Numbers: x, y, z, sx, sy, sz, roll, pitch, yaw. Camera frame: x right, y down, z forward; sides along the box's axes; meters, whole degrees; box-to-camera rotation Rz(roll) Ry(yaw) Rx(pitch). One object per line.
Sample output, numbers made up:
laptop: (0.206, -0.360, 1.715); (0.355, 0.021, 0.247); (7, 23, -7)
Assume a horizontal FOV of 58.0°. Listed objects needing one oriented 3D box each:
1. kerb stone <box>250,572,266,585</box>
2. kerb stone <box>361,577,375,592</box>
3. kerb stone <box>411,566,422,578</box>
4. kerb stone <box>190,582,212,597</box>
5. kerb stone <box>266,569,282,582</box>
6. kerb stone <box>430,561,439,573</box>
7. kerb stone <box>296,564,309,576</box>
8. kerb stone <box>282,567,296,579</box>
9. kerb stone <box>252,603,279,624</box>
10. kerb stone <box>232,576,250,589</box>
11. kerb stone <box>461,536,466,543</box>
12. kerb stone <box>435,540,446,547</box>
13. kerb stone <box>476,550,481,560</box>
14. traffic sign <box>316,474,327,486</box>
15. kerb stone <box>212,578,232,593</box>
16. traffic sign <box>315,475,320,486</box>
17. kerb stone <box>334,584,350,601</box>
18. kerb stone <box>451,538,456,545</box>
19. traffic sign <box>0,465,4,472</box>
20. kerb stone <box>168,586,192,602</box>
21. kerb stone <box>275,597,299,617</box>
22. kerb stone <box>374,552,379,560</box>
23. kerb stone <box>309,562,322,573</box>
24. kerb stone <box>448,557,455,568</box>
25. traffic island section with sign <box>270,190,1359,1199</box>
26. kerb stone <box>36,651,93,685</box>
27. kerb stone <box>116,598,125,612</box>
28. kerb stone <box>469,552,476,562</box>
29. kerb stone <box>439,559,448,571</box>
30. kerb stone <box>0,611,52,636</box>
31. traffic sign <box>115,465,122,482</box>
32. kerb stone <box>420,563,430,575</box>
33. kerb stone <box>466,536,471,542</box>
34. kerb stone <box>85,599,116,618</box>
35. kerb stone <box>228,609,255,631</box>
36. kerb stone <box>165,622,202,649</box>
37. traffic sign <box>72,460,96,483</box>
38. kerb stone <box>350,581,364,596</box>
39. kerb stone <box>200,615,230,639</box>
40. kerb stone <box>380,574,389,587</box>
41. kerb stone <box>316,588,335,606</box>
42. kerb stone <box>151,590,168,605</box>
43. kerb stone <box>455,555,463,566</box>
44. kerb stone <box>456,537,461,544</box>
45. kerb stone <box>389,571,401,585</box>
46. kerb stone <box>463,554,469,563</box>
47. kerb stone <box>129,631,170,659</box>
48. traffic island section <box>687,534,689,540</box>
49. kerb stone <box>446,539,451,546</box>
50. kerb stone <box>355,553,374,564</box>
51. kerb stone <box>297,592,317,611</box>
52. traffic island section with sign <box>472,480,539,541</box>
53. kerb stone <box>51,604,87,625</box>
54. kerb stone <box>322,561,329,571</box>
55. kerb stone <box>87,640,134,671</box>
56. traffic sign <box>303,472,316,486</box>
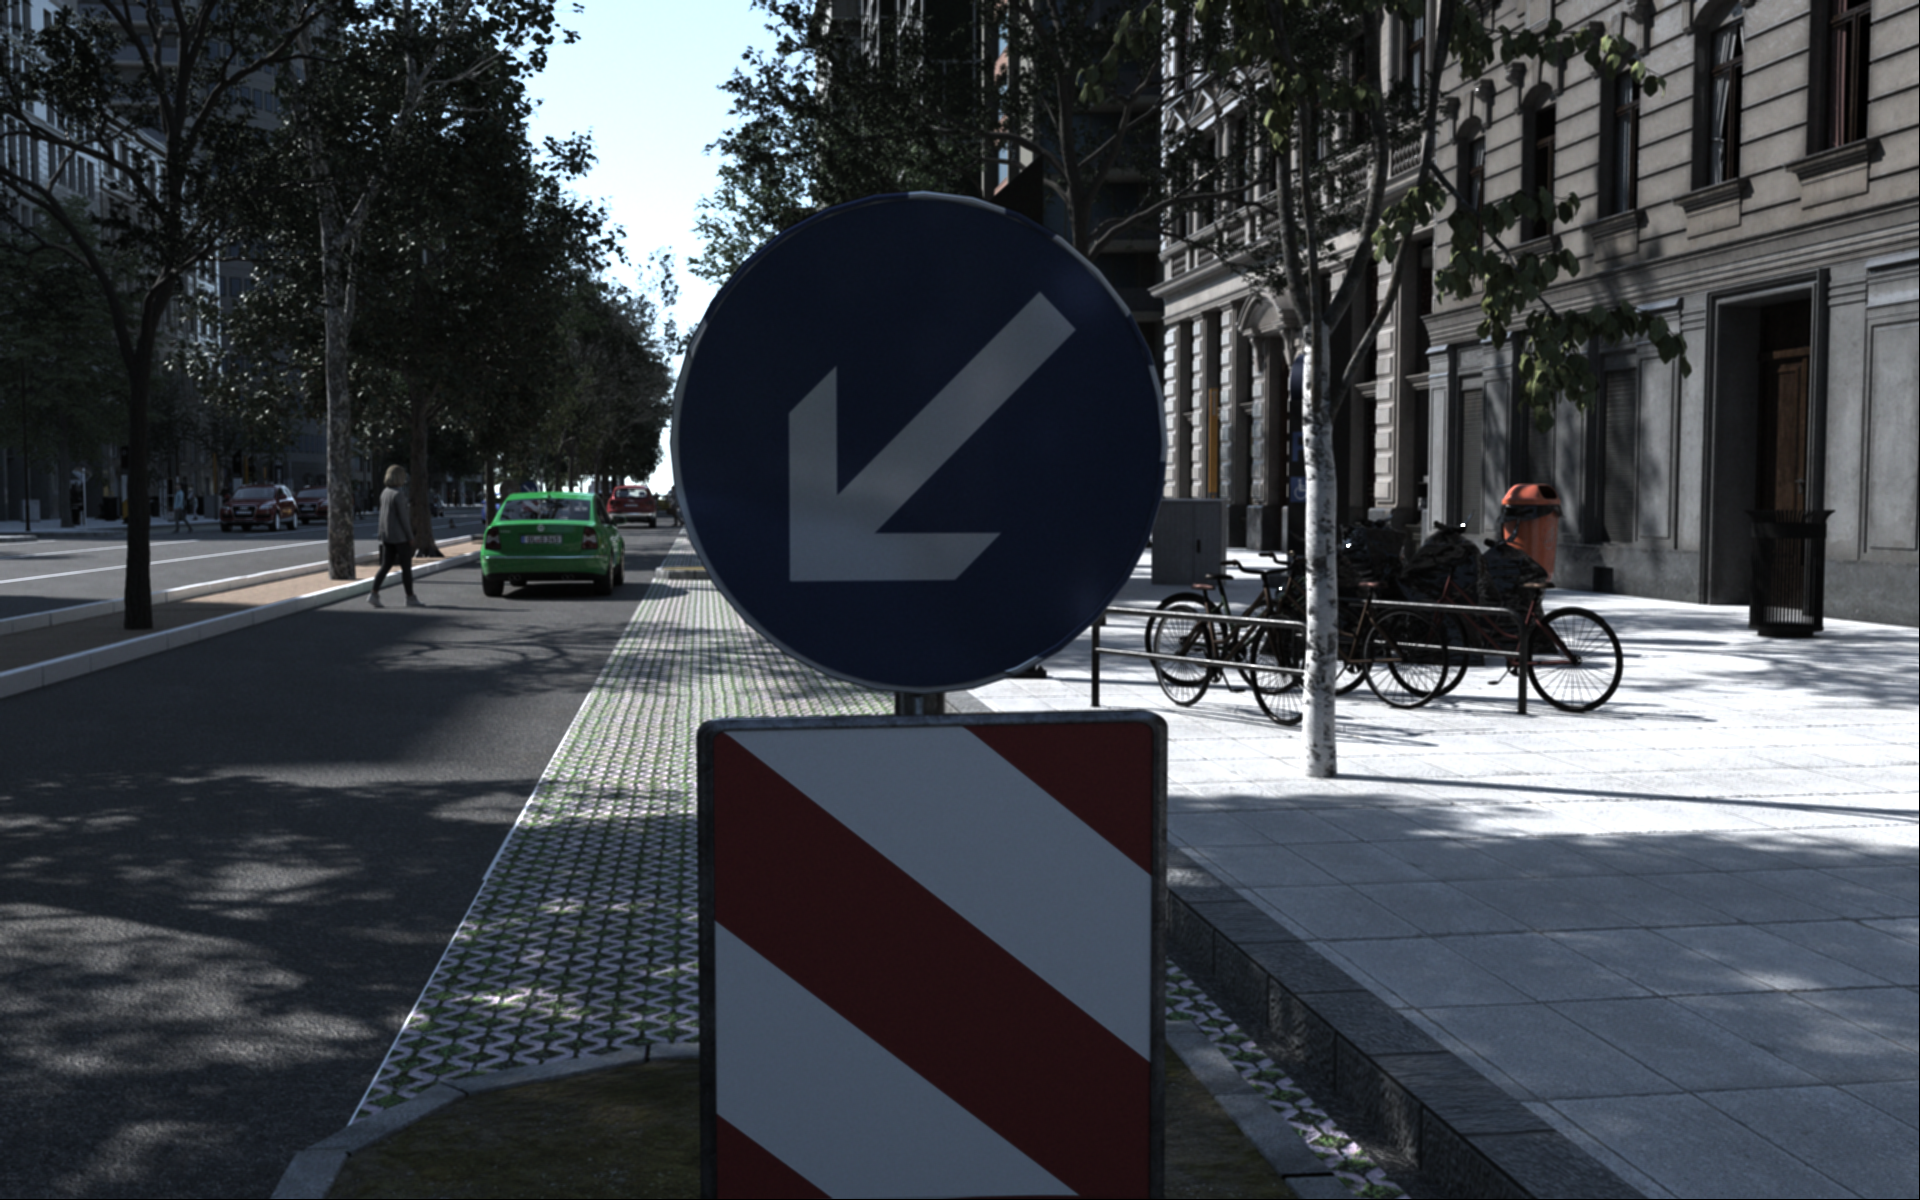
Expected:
kerb stone: (-11.186, -0.306, 27.351); (0.120, 0.150, 1.000); (-1, 4, -8)
kerb stone: (-8.807, -0.208, 25.597); (0.120, 0.150, 1.000); (-1, 4, -8)
kerb stone: (-9.405, -0.457, 29.663); (0.120, 0.150, 1.000); (-1, 4, -8)
kerb stone: (-10.736, -0.129, 24.304); (0.120, 0.150, 1.000); (-1, 4, -8)
kerb stone: (-11.336, -0.377, 28.362); (0.120, 0.150, 1.000); (-1, 4, -8)
kerb stone: (-9.714, -0.581, 31.703); (0.120, 0.150, 1.000); (-1, 4, -8)
kerb stone: (-11.637, -0.500, 30.389); (0.120, 0.150, 1.000); (-1, 4, -8)
kerb stone: (-11.486, -0.436, 29.373); (0.120, 0.150, 1.000); (-1, 4, -8)
kerb stone: (-7.890, 0.164, 19.507); (0.120, 0.150, 1.000); (-1, 4, -8)
kerb stone: (-11.032, -0.253, 26.339); (0.120, 0.150, 1.000); (-1, 4, -8)
kerb stone: (-14.660, -1.739, 50.672); (0.120, 0.150, 1.000); (-1, 4, -8)
kerb stone: (-14.048, -1.489, 46.620); (0.120, 0.150, 1.000); (-1, 4, -8)
kerb stone: (-10.616, -0.951, 37.794); (0.120, 0.150, 1.000); (-1, 4, -8)
traffic sign: (-40.093, -6.655, 108.916); (0.768, 2.556, 0.104); (0, 4, -1)
kerb stone: (-10.884, -0.189, 25.327); (0.120, 0.150, 1.000); (-1, 4, -8)
traffic sign: (-42.056, -6.927, 113.358); (0.768, 2.556, 0.104); (0, 4, 0)
kerb stone: (-8.501, -0.083, 23.556); (0.120, 0.150, 1.000); (-1, 4, -8)
kerb stone: (-14.353, -1.618, 48.647); (0.120, 0.150, 1.000); (-1, 4, -8)
traffic sign: (-28.921, -3.024, 51.628); (0.795, 2.593, 0.064); (-1, 4, -8)
kerb stone: (-10.577, -0.064, 23.294); (0.120, 0.150, 1.000); (-1, 4, -8)
kerb stone: (-8.045, 0.103, 20.518); (0.120, 0.150, 1.000); (-1, 4, -8)
kerb stone: (-12.692, -0.936, 37.501); (0.120, 0.150, 1.000); (-1, 4, -8)
kerb stone: (-11.784, -0.563, 31.401); (0.120, 0.150, 1.000); (-1, 4, -8)
kerb stone: (-10.014, -0.701, 33.738); (0.120, 0.150, 1.000); (-1, 4, -8)
traffic island section with sign: (-0.260, 0.341, 3.047); (1.989, 1.847, 2.006); (-1, 4, -8)
kerb stone: (-6.982, 0.536, 13.430); (0.120, 0.150, 1.000); (-1, 4, -8)
kerb stone: (-10.280, 0.062, 21.263); (0.120, 0.150, 1.000); (-1, 4, -8)
kerb stone: (-10.468, -0.892, 36.782); (0.120, 0.150, 1.000); (-1, 4, -8)
kerb stone: (-9.856, -0.641, 32.727); (0.120, 0.150, 1.000); (-1, 4, -8)
kerb stone: (-9.830, 0.243, 18.222); (0.120, 0.150, 1.000); (-1, 4, -8)
traffic sign: (-36.157, -4.575, 74.903); (0.768, 2.556, 0.104); (0, 4, 1)
kerb stone: (-9.567, -0.519, 30.676); (0.120, 0.150, 1.000); (-1, 4, -8)
kerb stone: (-14.815, -1.804, 51.695); (0.120, 0.150, 1.000); (-1, 4, -8)
kerb stone: (-10.131, 0.119, 20.251); (0.120, 0.150, 1.000); (-1, 4, -8)
kerb stone: (-7.745, 0.228, 18.491); (0.120, 0.150, 1.000); (-1, 4, -8)
kerb stone: (-7.438, 0.350, 16.467); (0.120, 0.150, 1.000); (-1, 4, -8)
traffic sign: (-30.097, -3.507, 59.526); (0.795, 2.593, 0.064); (-1, 4, -8)
kerb stone: (-8.650, -0.140, 24.570); (0.120, 0.150, 1.000); (-1, 4, -8)
kerb stone: (-7.590, 0.288, 17.479); (0.120, 0.150, 1.000); (-1, 4, -8)
kerb stone: (-8.958, -0.270, 26.608); (0.120, 0.150, 1.000); (-1, 4, -8)
kerb stone: (-8.343, -0.021, 22.544); (0.120, 0.150, 1.000); (-1, 4, -8)
kerb stone: (-10.432, -0.004, 22.274); (0.120, 0.150, 1.000); (-1, 4, -8)
kerb stone: (-10.164, -0.765, 34.751); (0.120, 0.150, 1.000); (-1, 4, -8)
kerb stone: (-14.507, -1.680, 49.661); (0.120, 0.150, 1.000); (-1, 4, -8)
kerb stone: (-9.106, -0.332, 27.626); (0.120, 0.150, 1.000); (-1, 4, -8)
kerb stone: (-10.321, -0.830, 35.764); (0.120, 0.150, 1.000); (-1, 4, -8)
kerb stone: (-7.292, 0.412, 15.455); (0.120, 0.150, 1.000); (-1, 4, -8)
traffic island section: (-7.636, -1.992, 54.847); (2.009, 0.180, 2.903); (-1, 4, -8)
kerb stone: (-14.208, -1.555, 47.630); (0.120, 0.150, 1.000); (-1, 4, -8)
kerb stone: (-12.546, -0.874, 36.478); (0.120, 0.150, 1.000); (-1, 4, -8)
kerb stone: (-8.196, 0.041, 21.533); (0.120, 0.150, 1.000); (-1, 4, -8)
traffic island section with sign: (-14.133, -2.813, 54.125); (2.006, 1.907, 1.989); (-1, 4, -8)
kerb stone: (-9.971, 0.181, 19.242); (0.120, 0.150, 1.000); (-1, 4, -8)
kerb stone: (-11.941, -0.625, 32.419); (0.120, 0.150, 1.000); (-1, 4, -8)
kerb stone: (-7.135, 0.474, 14.445); (0.120, 0.150, 1.000); (-1, 4, -8)
traffic sign: (-38.154, -6.207, 101.598); (0.768, 2.556, 0.104); (0, 4, -8)
